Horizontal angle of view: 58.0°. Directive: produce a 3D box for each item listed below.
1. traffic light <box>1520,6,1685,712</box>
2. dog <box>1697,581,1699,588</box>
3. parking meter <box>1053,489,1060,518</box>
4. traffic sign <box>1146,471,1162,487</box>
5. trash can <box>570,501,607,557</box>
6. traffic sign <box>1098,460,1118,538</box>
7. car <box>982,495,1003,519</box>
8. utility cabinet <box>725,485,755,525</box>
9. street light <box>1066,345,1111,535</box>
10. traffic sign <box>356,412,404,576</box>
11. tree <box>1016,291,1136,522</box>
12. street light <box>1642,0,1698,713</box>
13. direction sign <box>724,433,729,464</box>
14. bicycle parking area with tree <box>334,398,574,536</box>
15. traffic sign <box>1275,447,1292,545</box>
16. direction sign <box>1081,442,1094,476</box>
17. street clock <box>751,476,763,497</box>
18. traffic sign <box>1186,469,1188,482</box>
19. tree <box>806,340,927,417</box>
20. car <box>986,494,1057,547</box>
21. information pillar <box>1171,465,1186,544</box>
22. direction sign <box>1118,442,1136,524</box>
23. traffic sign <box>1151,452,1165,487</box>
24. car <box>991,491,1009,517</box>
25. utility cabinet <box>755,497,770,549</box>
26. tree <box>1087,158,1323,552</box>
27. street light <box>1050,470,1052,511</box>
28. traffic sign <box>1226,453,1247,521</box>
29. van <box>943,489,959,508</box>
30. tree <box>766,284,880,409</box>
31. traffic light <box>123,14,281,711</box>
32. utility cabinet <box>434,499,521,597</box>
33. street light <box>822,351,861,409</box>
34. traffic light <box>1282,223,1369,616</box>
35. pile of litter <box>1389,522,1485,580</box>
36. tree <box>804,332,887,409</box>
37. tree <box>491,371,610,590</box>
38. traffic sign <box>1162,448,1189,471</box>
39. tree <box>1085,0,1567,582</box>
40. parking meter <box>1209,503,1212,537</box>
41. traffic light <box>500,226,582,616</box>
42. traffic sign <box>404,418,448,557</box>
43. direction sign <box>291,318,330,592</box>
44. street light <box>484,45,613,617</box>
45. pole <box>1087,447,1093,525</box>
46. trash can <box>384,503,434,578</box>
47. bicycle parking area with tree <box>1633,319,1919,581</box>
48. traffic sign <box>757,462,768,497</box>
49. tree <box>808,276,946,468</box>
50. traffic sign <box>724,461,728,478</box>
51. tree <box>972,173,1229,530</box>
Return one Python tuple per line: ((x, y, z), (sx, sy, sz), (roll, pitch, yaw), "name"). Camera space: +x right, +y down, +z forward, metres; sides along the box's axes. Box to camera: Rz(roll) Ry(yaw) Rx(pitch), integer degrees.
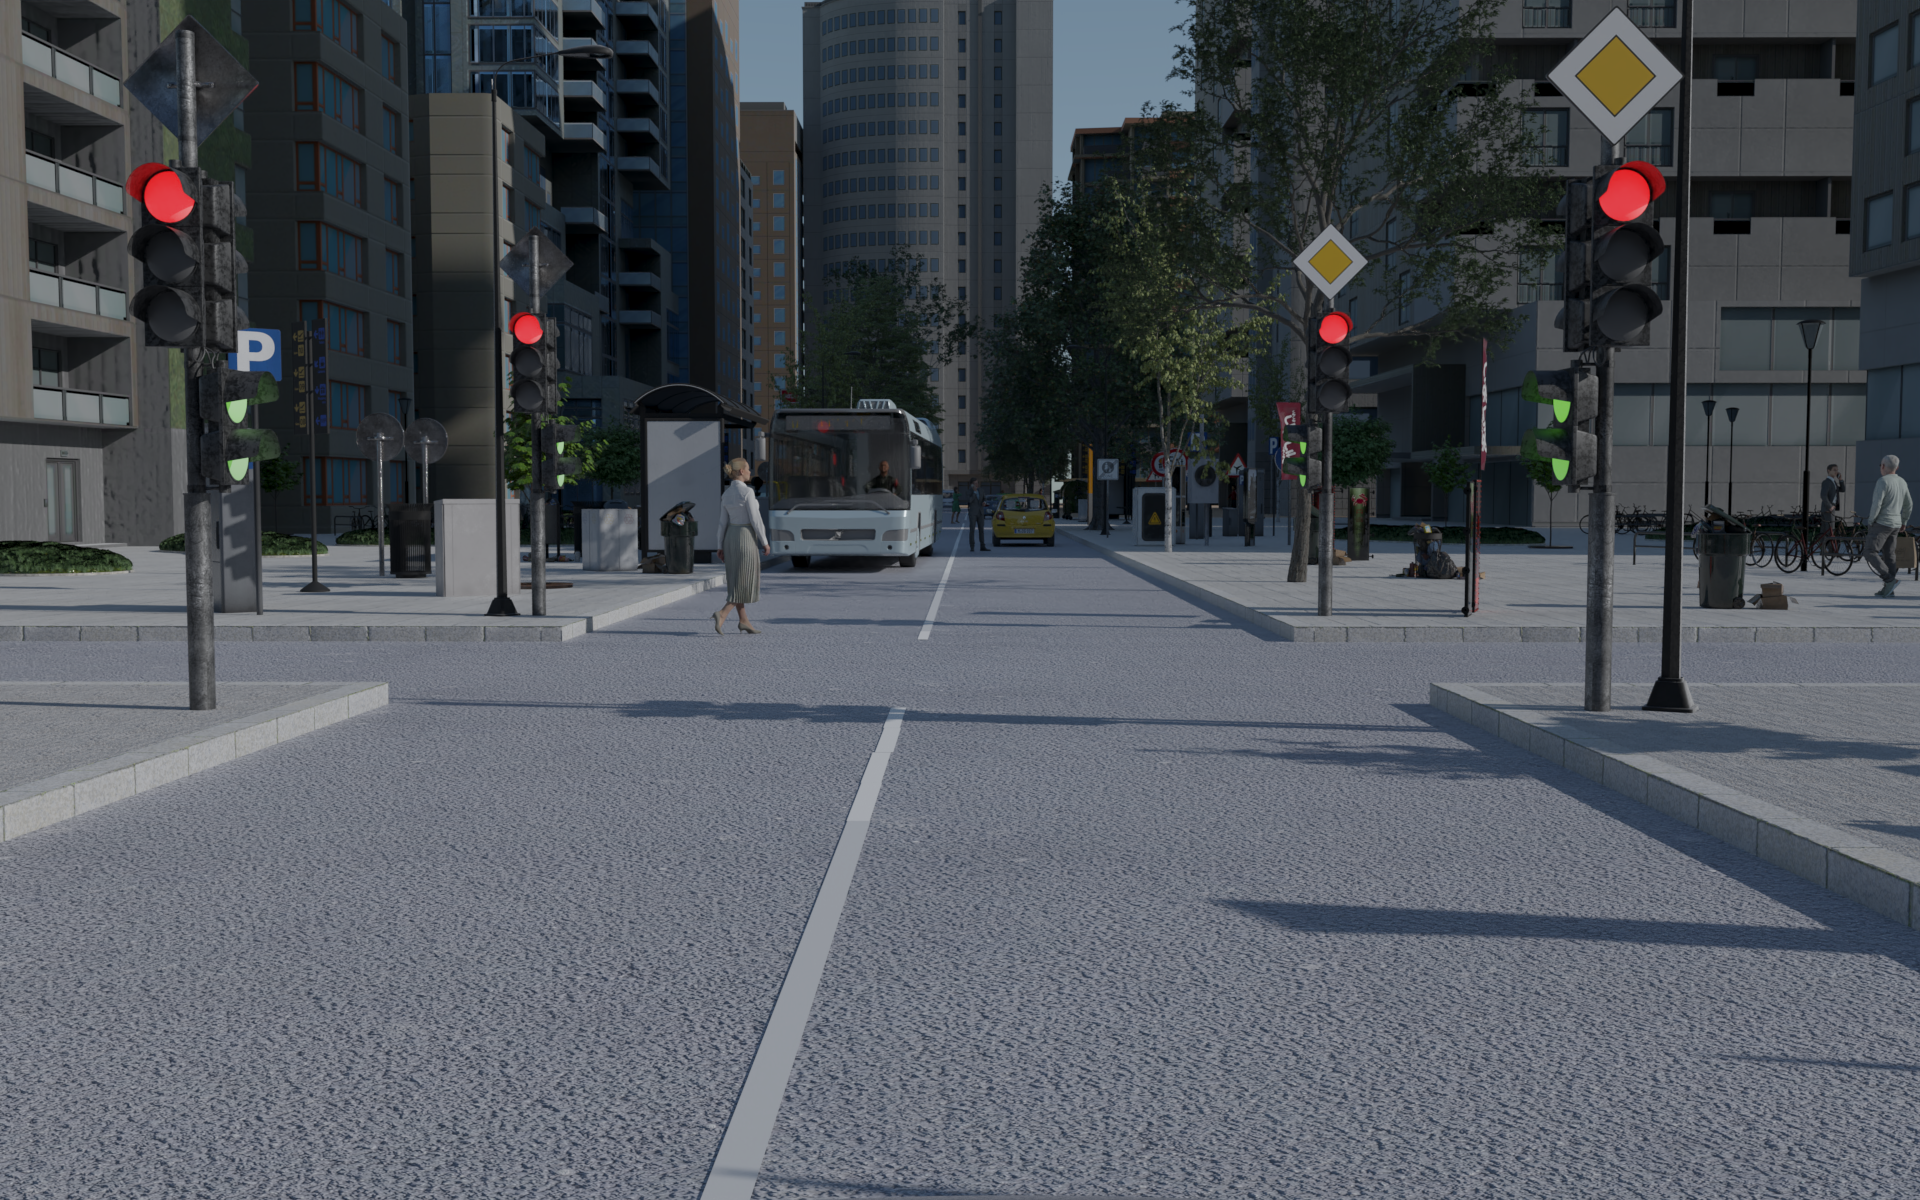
((3.762, -1.299, 10.158), (0.839, 4.253, 0.868), (0, 4, 0), "traffic light")
((10.229, -0.415, 23.612), (0.406, 0.507, 0.540), (0, 4, 7), "dog")
((5.073, -5.069, 91.284), (0.372, 1.533, 0.369), (0, 3, 0), "parking meter")
((8.355, -4.517, 73.851), (0.884, 2.594, 0.081), (0, 4, 2), "traffic sign")
((-7.557, -1.445, 35.279), (0.748, 1.137, 0.748), (0, 3, 0), "trash can")
((4.322, -2.969, 50.675), (0.606, 2.300, 0.079), (0, 4, 1), "traffic sign")
((2.050, -5.359, 99.625), (2.014, 1.417, 4.499), (0, 4, 0), "car")
((-5.865, -2.195, 44.567), (1.173, 1.500, 0.318), (1, 4, 21), "utility cabinet")
((4.011, -4.990, 54.127), (1.470, 5.913, 1.316), (0, 4, 0), "street light")
((-9.063, -1.650, 27.080), (0.768, 2.556, 0.104), (0, 4, 3), "traffic sign")
((6.109, -9.347, 78.574), (9.928, 11.665, 9.643), (0, 3, 0), "tree")
((3.688, -2.300, 10.145), (1.470, 5.913, 1.316), (0, 4, 0), "street light")
((-8.942, -4.430, 64.420), (0.876, 3.537, 0.379), (2, 4, 32), "direction sign")
((-14.748, -4.077, 53.662), (8.231, 4.147, 9.016), (-2, 4, -30), "bicycle parking area with tree")
((8.253, -2.644, 43.343), (0.768, 2.556, 0.104), (0, 4, 8), "traffic sign")
((5.579, -4.978, 73.394), (0.876, 3.537, 0.379), (1, 4, 16), "direction sign")
((-8.269, -4.040, 70.617), (0.471, 2.002, 0.358), (-3, 5, -42), "street clock")
((9.253, -4.366, 71.492), (0.768, 2.556, 0.104), (0, 4, 5), "traffic sign")
((-5.325, -10.275, 102.412), (7.601, 10.594, 8.767), (1, 4, 19), "tree")
((1.748, -2.344, 48.548), (2.015, 1.641, 3.980), (0, 4, 0), "car")
((5.564, -2.427, 44.181), (0.304, 2.012, 0.304), (2, 4, 29), "information pillar")
((7.146, -5.026, 74.172), (0.876, 3.537, 0.379), (-1, 4, -20), "direction sign")
((6.088, -3.166, 51.865), (0.768, 2.556, 0.104), (0, 4, 2), "traffic sign")
((2.849, -6.046, 107.650), (1.959, 1.807, 4.718), (0, 4, 0), "car")
((-4.710, -1.787, 40.371), (1.020, 1.237, 0.306), (-3, 5, -41), "utility cabinet")
((4.771, -5.355, 37.912), (4.737, 8.622, 4.395), (0, 3, 0), "tree")
((4.338, -7.360, 92.882), (1.470, 5.913, 1.316), (0, 4, 0), "street light")
((8.833, -3.369, 55.081), (0.884, 2.594, 0.081), (0, 4, 3), "traffic sign")
((-1.069, -8.586, 147.387), (2.013, 2.044, 4.112), (0, 4, 1), "van")
((-4.699, -6.763, 60.934), (4.737, 8.622, 4.395), (0, 3, 0), "tree")
((-4.499, -1.302, 10.210), (0.839, 4.253, 0.868), (0, 4, 0), "traffic light")
((-6.115, -0.660, 21.956), (1.020, 1.237, 0.306), (-3, 4, -39), "utility cabinet")
((-3.924, -5.138, 56.546), (1.470, 5.913, 1.316), (0, 4, 0), "street light")
((3.828, -1.787, 18.143), (0.839, 4.253, 0.868), (0, 4, 0), "traffic light")
((7.346, -0.775, 26.638), (1.176, 0.858, 1.719), (-1, 4, -13), "pile of litter")
((-5.319, -7.800, 77.892), (4.360, 8.622, 3.978), (0, 3, 0), "tree")
((-5.841, -1.770, 23.544), (1.663, 3.219, 1.824), (0, 3, 0), "tree")
((5.980, -2.933, 48.067), (0.768, 2.556, 0.104), (0, 4, 2), "traffic sign")
((5.233, -5.529, 24.805), (7.601, 10.594, 8.767), (1, 4, 18), "tree")
((7.348, -2.650, 51.736), (0.372, 1.533, 0.369), (0, 3, 0), "parking meter")
((-4.433, -1.790, 18.195), (0.839, 4.253, 0.868), (0, 4, 0), "traffic light")
((-8.955, -1.769, 29.030), (0.768, 2.556, 0.104), (0, 4, 5), "traffic sign")
((-8.477, -1.875, 22.661), (0.876, 3.537, 0.379), (3, 5, 41), "direction sign")
((-4.288, -2.786, 18.084), (1.470, 5.913, 1.316), (0, 4, 0), "street light")
((5.316, -4.709, 70.829), (0.158, 3.312, 0.155), (0, 3, 0), "pole")
((-8.411, -0.908, 26.500), (0.748, 1.137, 0.748), (0, 3, 0), "trash can")
((16.484, -2.587, 29.299), (8.231, 4.147, 9.016), (0, 4, -5), "bicycle parking area with tree")
((-7.563, -4.142, 67.830), (0.768, 2.556, 0.104), (0, 4, 6), "traffic sign")
((-4.618, -10.542, 90.488), (7.486, 12.596, 7.792), (0, 3, 0), "tree")
((-8.841, -3.878, 63.512), (0.768, 2.556, 0.104), (0, 4, 1), "traffic sign")
((4.859, -8.833, 61.434), (9.611, 12.733, 9.660), (0, 3, 0), "tree")
